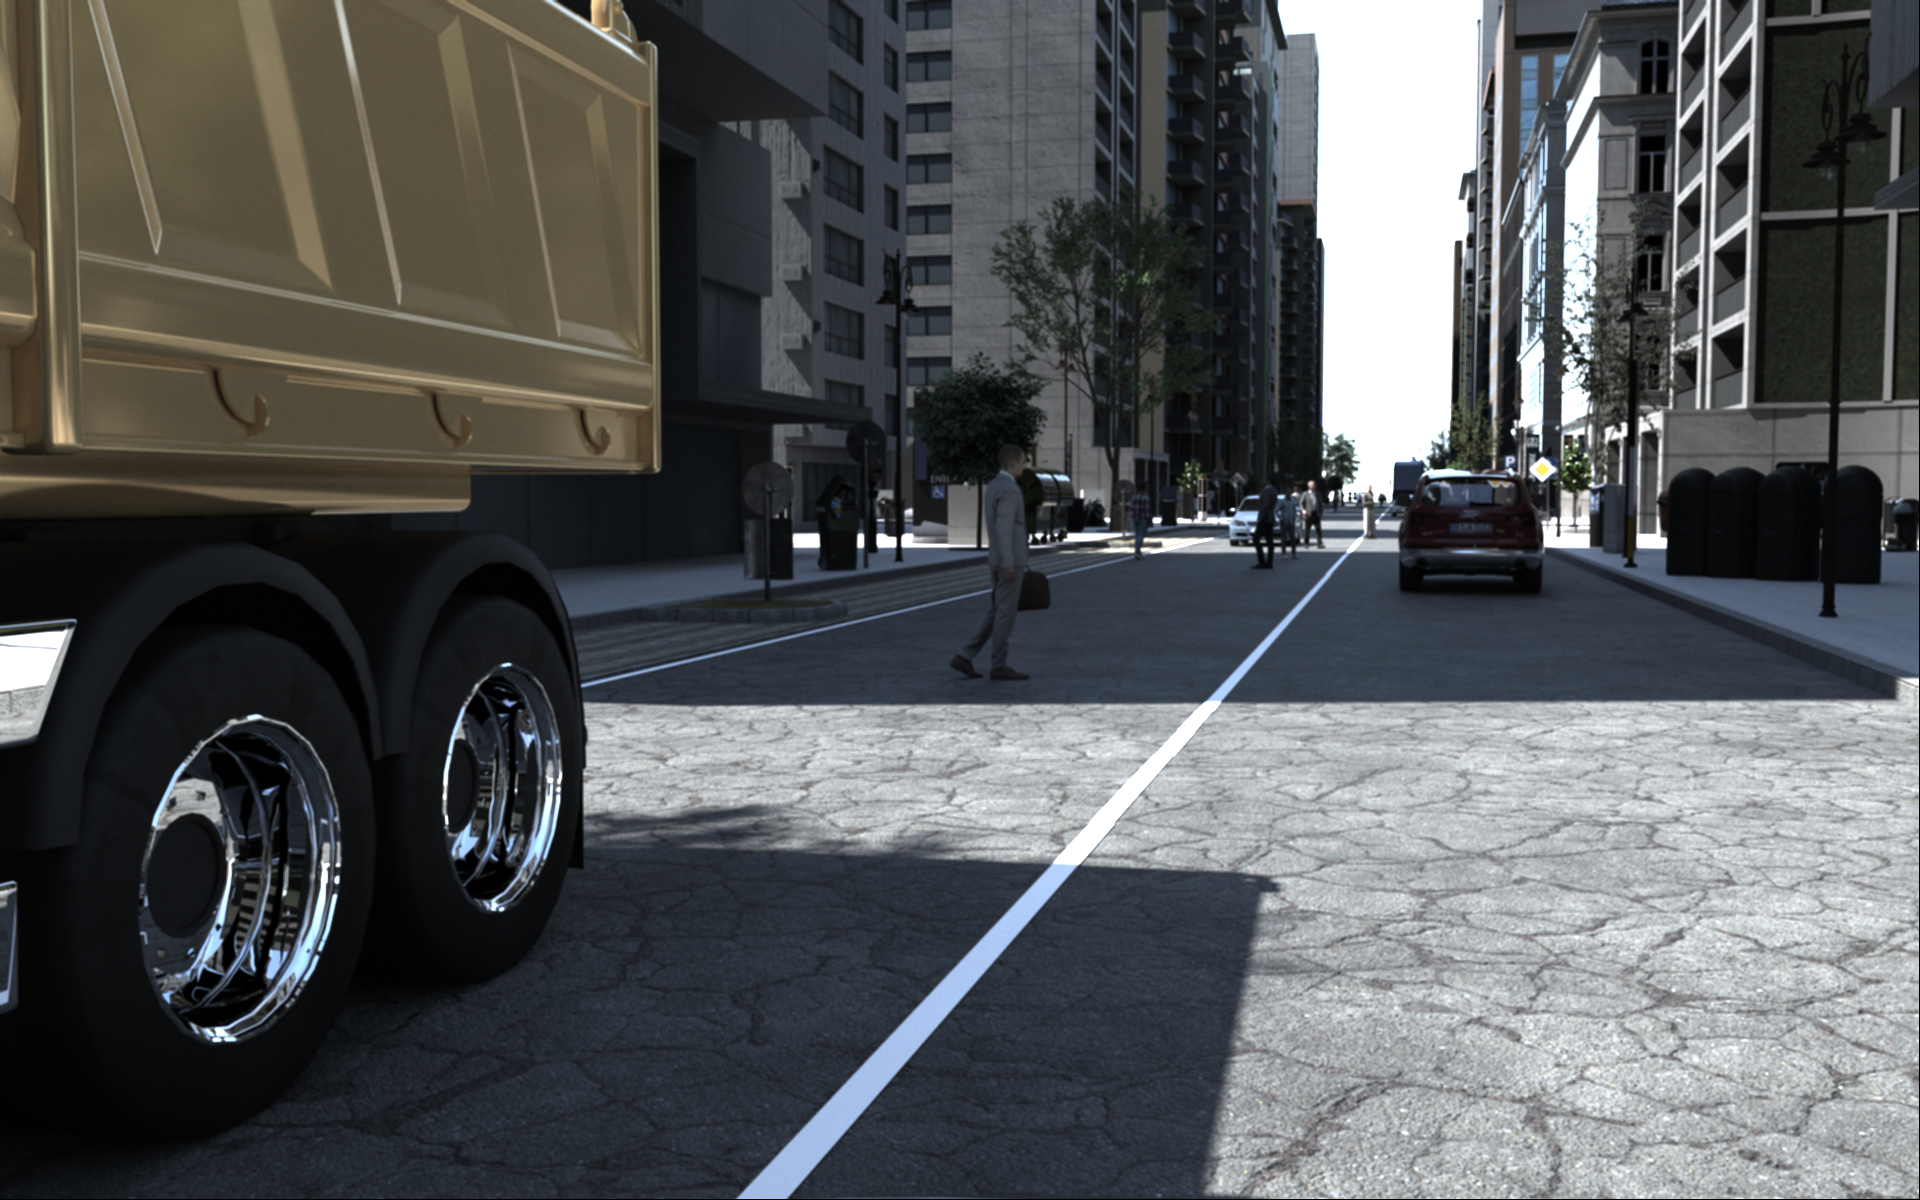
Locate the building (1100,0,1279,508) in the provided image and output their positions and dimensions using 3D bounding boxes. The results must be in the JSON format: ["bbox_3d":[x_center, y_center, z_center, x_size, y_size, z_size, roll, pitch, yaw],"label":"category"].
[{"bbox_3d":[28.913,-46.850,204.249,20.563,71.187,20.611,1,4,14],"label":"building"}]

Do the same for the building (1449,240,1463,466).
[{"bbox_3d":[90.325,-39.330,293.158,14.600,45.320,14.200,1,4,14],"label":"building"}]

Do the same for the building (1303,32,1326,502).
[{"bbox_3d":[48.467,-51.215,275.615,20.563,71.187,20.611,1,4,14],"label":"building"}]

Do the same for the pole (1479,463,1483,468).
[{"bbox_3d":[33.832,-7.259,112.533,0.158,3.312,0.155,0,3,0],"label":"pole"}]

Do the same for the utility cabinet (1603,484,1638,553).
[{"bbox_3d":[14.442,-1.783,37.831,0.318,1.500,1.173,3,5,42],"label":"utility cabinet"}]

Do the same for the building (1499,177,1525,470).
[{"bbox_3d":[49.824,-20.821,133.929,14.314,27.812,24.014,1,4,14],"label":"building"}]

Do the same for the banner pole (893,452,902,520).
[{"bbox_3d":[-3.110,-5.937,87.094,0.863,3.779,0.401,-1,4,-19],"label":"banner pole"}]

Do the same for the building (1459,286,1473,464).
[{"bbox_3d":[80.092,-29.414,252.626,14.160,30.474,14.107,1,4,14],"label":"building"}]

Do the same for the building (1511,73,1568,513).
[{"bbox_3d":[43.528,-19.947,112.034,13.634,28.700,20.117,1,4,14],"label":"building"}]

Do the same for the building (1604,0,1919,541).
[{"bbox_3d":[31.327,-37.414,49.965,20.563,71.187,20.611,1,4,14],"label":"building"}]

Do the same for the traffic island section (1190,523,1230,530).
[{"bbox_3d":[10.551,-2.969,70.818,2.009,0.180,2.903,1,4,14],"label":"traffic island section"}]

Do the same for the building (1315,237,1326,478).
[{"bbox_3d":[54.433,-39.375,293.894,14.600,45.320,14.200,1,4,14],"label":"building"}]

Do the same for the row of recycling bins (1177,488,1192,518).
[{"bbox_3d":[11.827,-5.249,92.933,1.069,1.692,3.534,0,4,-5],"label":"row of recycling bins"}]

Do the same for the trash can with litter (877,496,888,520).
[{"bbox_3d":[-4.059,-4.589,86.424,1.055,1.170,0.624,2,4,26],"label":"trash can with litter"}]

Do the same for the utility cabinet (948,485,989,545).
[{"bbox_3d":[0.306,-2.087,42.794,1.173,1.500,0.318,0,4,7],"label":"utility cabinet"}]

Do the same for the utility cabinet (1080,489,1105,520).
[{"bbox_3d":[6.410,-4.595,83.808,1.173,1.500,0.318,-2,4,-24],"label":"utility cabinet"}]

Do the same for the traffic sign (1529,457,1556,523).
[{"bbox_3d":[17.968,-3.199,53.486,0.795,2.450,0.064,1,4,19],"label":"traffic sign"}]

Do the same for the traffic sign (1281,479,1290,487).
[{"bbox_3d":[26.827,-8.726,142.779,0.768,2.556,0.104,1,4,21],"label":"traffic sign"}]

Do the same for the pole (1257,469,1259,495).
[{"bbox_3d":[24.413,-9.057,141.926,0.158,3.312,0.155,0,3,0],"label":"pole"}]

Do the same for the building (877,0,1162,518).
[{"bbox_3d":[1.745,-40.573,101.628,20.563,71.187,20.611,1,4,14],"label":"building"}]

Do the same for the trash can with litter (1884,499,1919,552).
[{"bbox_3d":[21.073,-1.665,38.611,1.055,1.170,0.624,-3,5,-42],"label":"trash can with litter"}]

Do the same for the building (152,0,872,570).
[{"bbox_3d":[-18.181,-26.691,25.640,28.713,52.752,27.495,1,4,14],"label":"building"}]

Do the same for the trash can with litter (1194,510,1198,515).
[{"bbox_3d":[14.285,-5.852,107.068,1.055,1.170,0.624,-2,4,-25],"label":"trash can with litter"}]

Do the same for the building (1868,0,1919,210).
[{"bbox_3d":[27.181,-26.120,16.295,28.713,52.752,27.495,1,4,14],"label":"building"}]

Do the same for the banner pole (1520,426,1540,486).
[{"bbox_3d":[20.801,-4.494,63.491,0.863,3.779,0.401,1,4,23],"label":"banner pole"}]

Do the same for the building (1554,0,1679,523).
[{"bbox_3d":[51.025,-18.529,79.359,44.131,29.872,17.030,1,4,14],"label":"building"}]

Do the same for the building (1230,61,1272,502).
[{"bbox_3d":[21.099,-29.183,160.734,14.154,41.232,14.086,1,4,14],"label":"building"}]

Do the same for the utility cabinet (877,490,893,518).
[{"bbox_3d":[-4.047,-5.029,90.902,1.173,1.500,0.318,-2,4,-25],"label":"utility cabinet"}]

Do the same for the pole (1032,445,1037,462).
[{"bbox_3d":[3.009,-4.672,70.236,0.158,3.312,0.155,0,3,0],"label":"pole"}]

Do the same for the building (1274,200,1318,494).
[{"bbox_3d":[40.478,-36.587,252.815,22.147,44.769,28.867,1,4,14],"label":"building"}]

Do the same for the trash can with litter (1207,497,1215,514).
[{"bbox_3d":[15.975,-6.018,109.780,0.624,1.170,1.055,-3,5,-43],"label":"trash can with litter"}]

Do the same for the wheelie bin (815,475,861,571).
[{"bbox_3d":[-2.050,-1.308,29.296,0.693,1.594,0.980,-1,4,-19],"label":"wheelie bin"}]

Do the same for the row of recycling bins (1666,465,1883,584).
[{"bbox_3d":[12.212,-1.166,26.171,1.069,1.692,3.534,-2,4,-28],"label":"row of recycling bins"}]

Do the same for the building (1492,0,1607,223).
[{"bbox_3d":[54.730,-30.799,153.678,14.600,45.320,14.200,1,4,14],"label":"building"}]

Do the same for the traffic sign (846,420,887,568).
[{"bbox_3d":[-1.630,-1.826,29.959,0.768,2.556,0.104,1,4,19],"label":"traffic sign"}]

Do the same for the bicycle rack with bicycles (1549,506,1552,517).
[{"bbox_3d":[31.234,-5.038,95.748,2.925,0.926,2.852,-1,4,-11],"label":"bicycle rack with bicycles"}]

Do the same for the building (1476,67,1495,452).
[{"bbox_3d":[63.871,-31.765,173.987,22.147,44.769,28.867,1,4,14],"label":"building"}]

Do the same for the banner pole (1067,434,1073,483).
[{"bbox_3d":[4.563,-5.028,72.217,0.401,3.779,0.863,-1,4,-11],"label":"banner pole"}]

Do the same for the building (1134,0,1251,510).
[{"bbox_3d":[10.664,-29.356,134.587,22.147,44.769,28.867,1,4,14],"label":"building"}]

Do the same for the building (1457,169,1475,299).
[{"bbox_3d":[92.691,-41.688,270.835,28.713,52.752,27.495,1,4,14],"label":"building"}]

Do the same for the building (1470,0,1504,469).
[{"bbox_3d":[70.572,-40.322,201.260,21.231,58.520,28.212,1,4,14],"label":"building"}]

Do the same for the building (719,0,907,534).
[{"bbox_3d":[-9.697,-17.801,62.746,14.107,30.474,14.160,1,4,14],"label":"building"}]

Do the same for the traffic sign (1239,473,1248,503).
[{"bbox_3d":[16.673,-6.265,102.537,0.768,2.556,0.104,1,4,15],"label":"traffic sign"}]

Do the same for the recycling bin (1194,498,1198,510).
[{"bbox_3d":[14.752,-6.000,110.652,0.722,1.027,0.722,-1,4,-20],"label":"recycling bin"}]

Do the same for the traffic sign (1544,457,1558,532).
[{"bbox_3d":[20.014,-3.597,58.920,0.768,2.556,0.104,1,4,19],"label":"traffic sign"}]

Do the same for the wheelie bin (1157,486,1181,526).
[{"bbox_3d":[8.418,-3.781,69.735,0.980,1.594,0.693,1,4,17],"label":"wheelie bin"}]

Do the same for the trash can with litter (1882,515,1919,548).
[{"bbox_3d":[22.811,-1.862,41.508,2.233,1.210,1.678,-1,4,-9],"label":"trash can with litter"}]

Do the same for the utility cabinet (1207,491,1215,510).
[{"bbox_3d":[17.097,-6.683,117.946,1.173,1.500,0.318,-1,4,-9],"label":"utility cabinet"}]

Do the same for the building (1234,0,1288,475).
[{"bbox_3d":[19.011,-36.288,182.555,28.713,52.752,27.495,1,4,14],"label":"building"}]
